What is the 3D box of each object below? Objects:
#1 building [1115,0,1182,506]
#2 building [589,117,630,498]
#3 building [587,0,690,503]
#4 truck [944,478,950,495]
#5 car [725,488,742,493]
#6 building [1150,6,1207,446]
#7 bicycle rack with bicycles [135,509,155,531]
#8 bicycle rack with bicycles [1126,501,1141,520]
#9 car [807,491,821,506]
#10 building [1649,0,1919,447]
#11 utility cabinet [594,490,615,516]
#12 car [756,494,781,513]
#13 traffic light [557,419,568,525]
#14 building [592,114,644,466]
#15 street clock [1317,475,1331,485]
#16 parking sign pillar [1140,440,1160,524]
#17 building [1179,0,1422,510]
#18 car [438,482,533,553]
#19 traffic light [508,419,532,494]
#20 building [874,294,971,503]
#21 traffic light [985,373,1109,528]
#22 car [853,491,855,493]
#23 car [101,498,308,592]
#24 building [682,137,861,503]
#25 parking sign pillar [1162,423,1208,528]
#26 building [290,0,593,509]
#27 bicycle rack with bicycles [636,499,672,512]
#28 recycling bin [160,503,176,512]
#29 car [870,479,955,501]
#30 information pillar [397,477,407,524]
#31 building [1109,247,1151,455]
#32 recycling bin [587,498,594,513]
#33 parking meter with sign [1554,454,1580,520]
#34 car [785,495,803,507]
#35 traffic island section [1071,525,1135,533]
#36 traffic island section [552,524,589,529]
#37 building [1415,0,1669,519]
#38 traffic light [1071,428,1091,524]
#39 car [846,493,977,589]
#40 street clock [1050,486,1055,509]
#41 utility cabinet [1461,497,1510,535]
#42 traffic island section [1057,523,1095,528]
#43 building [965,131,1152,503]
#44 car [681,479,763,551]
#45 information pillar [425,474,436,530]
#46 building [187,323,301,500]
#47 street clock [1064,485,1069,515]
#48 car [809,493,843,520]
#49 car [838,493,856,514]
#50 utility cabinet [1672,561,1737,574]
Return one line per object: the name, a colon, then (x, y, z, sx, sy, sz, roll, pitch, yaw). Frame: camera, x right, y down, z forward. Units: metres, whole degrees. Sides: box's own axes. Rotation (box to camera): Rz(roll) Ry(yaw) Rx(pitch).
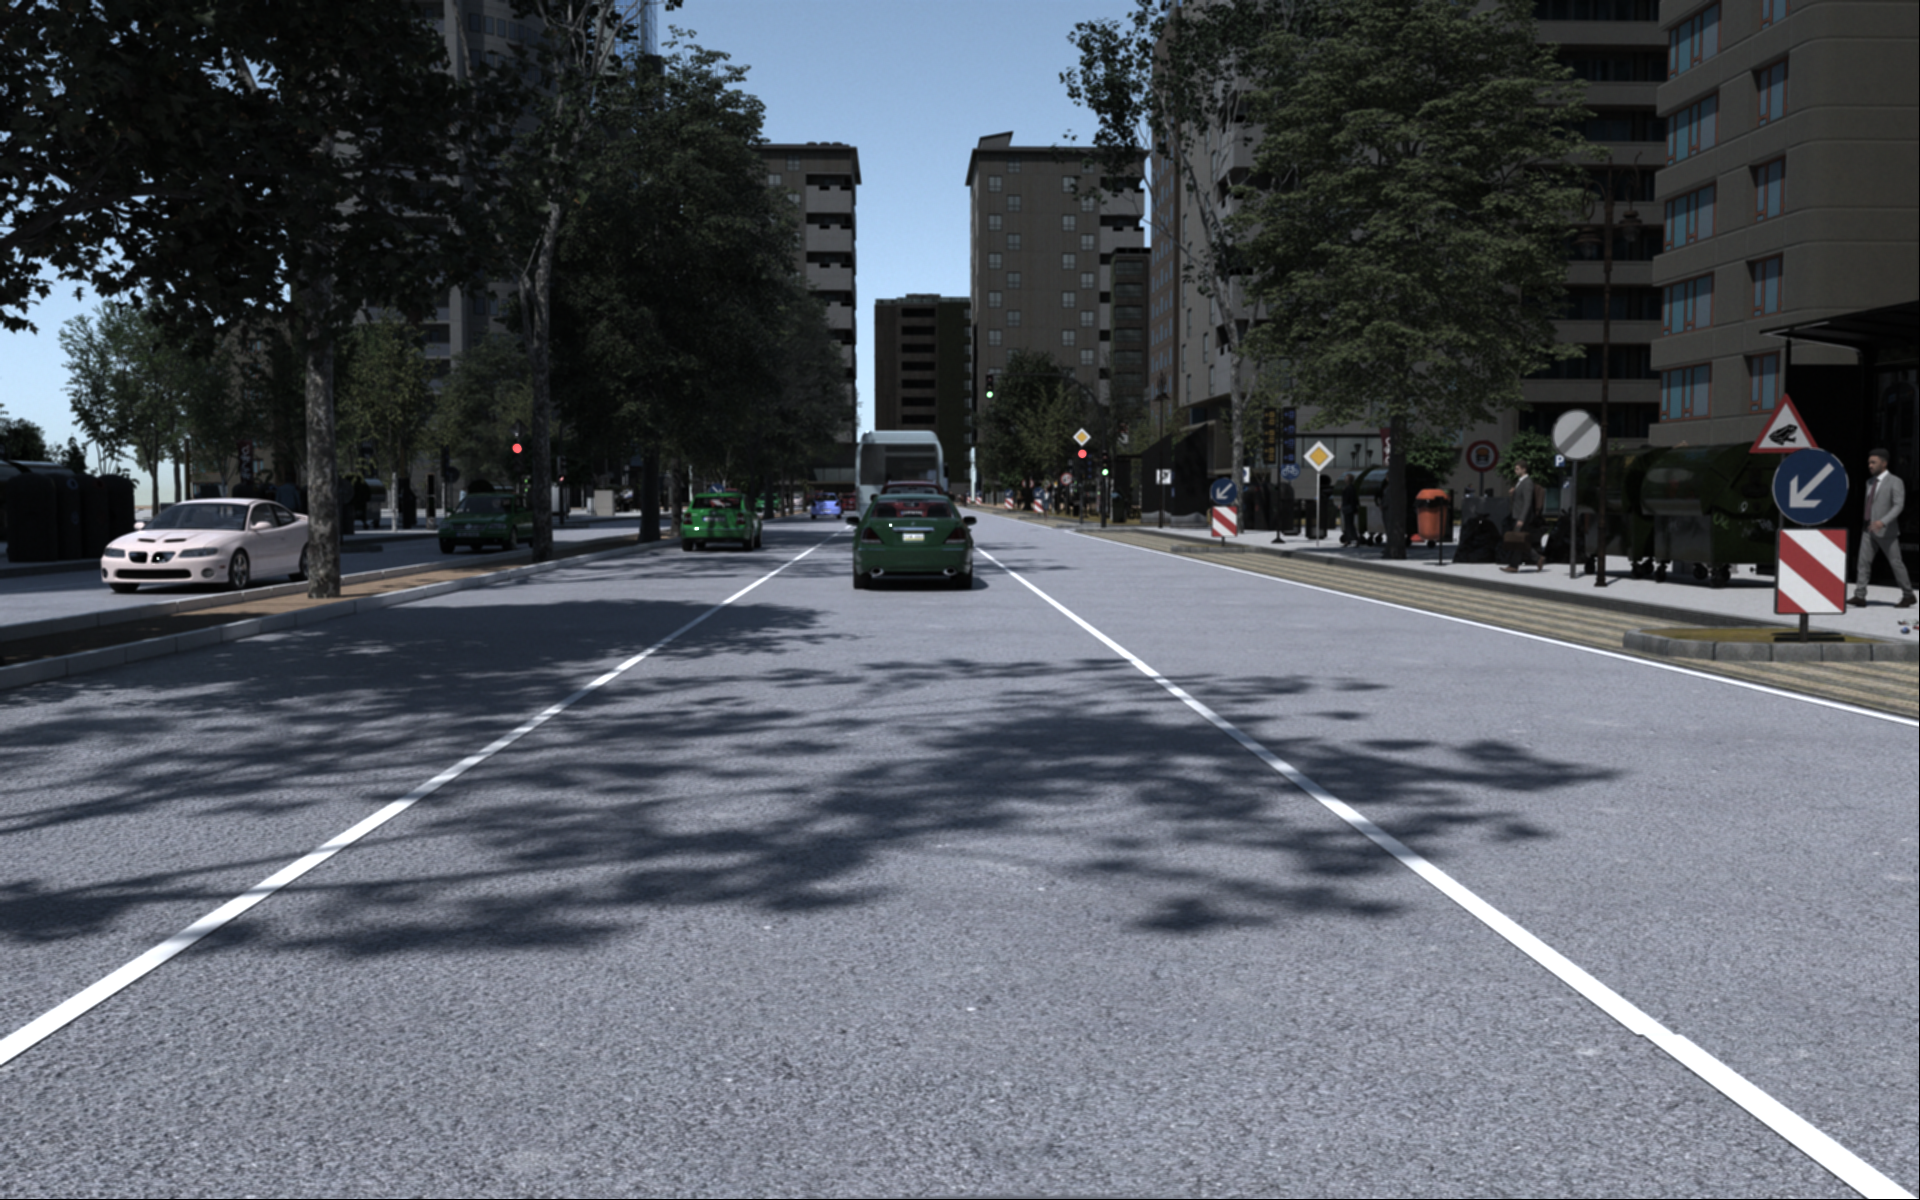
building: (29.073, -53.040, 179.880, 22.319, 86.520, 31.000, 0, 4, -2)
building: (-43.070, -30.514, 182.491, 14.154, 41.232, 14.086, 0, 4, -2)
building: (-55.899, -57.498, 252.770, 31.000, 86.520, 22.319, 0, 4, -2)
truck: (-2.395, -12.279, 190.526, 2.967, 4.110, 18.799, 0, 4, -1)
car: (-15.637, -6.642, 117.262, 2.281, 1.827, 5.304, 0, 4, -4)
building: (25.298, -31.066, 158.043, 14.600, 45.320, 14.200, 0, 4, -2)
bicycle rack with bicycles: (-19.223, -1.780, 42.481, 2.925, 0.926, 2.852, 1, 4, 22)
bicycle rack with bicycles: (9.135, -4.506, 87.063, 2.852, 0.926, 2.925, 0, 4, -3)
car: (-17.248, -11.975, 204.460, 2.281, 1.827, 5.304, 0, 4, -3)
building: (35.069, -11.789, 37.785, 27.650, 21.520, 28.899, 0, 4, -2)
utility cabinet: (-20.767, -5.660, 101.214, 1.173, 1.500, 0.318, 1, 4, 15)
car: (-14.756, -7.651, 133.898, 1.959, 1.807, 4.718, 0, 4, -1)
traffic light: (-14.625, -6.000, 72.768, 4.771, 5.953, 1.251, 0, 4, -2)
building: (-44.939, -33.702, 201.139, 14.200, 45.320, 14.600, 0, 4, -2)
street clock: (13.549, -3.665, 64.489, 0.471, 2.002, 0.358, 2, 4, 33)
parking sign pillar: (8.563, -5.310, 75.288, 1.447, 3.967, 1.447, 1, 4, 13)
building: (32.591, -33.381, 135.023, 28.713, 52.752, 27.495, 0, 4, -2)
car: (-11.716, -2.115, 43.381, 1.959, 1.807, 4.718, 0, 4, -1)
traffic light: (-16.441, -4.634, 64.682, 0.839, 4.253, 0.868, 0, 4, -2)
building: (-5.526, -29.459, 253.357, 14.107, 30.474, 14.160, 0, 4, -2)
traffic light: (3.320, -5.539, 65.225, 4.771, 5.953, 1.251, 0, 4, -2)
car: (-10.064, -10.201, 175.460, 2.281, 1.827, 5.304, 0, 4, -4)
car: (-11.534, -0.891, 26.932, 2.083, 1.381, 4.827, 0, 4, -1)
building: (-26.520, -40.904, 258.019, 27.495, 52.752, 28.713, 0, 4, -2)
parking sign pillar: (8.659, -4.706, 65.423, 1.447, 3.967, 1.447, -1, 4, -12)
building: (-47.281, -37.800, 160.036, 21.231, 58.520, 28.212, 0, 4, -2)
bicycle rack with bicycles: (-21.592, -6.683, 122.656, 2.852, 0.926, 2.925, -1, 4, -20)
recycling bin: (-22.047, -2.222, 48.882, 0.722, 1.027, 0.722, 1, 4, 11)
car: (-1.253, -2.271, 45.804, 2.281, 1.827, 5.304, 0, 4, -1)
information pillar: (-24.322, -4.346, 75.547, 0.304, 2.012, 0.304, 1, 4, 15)
building: (24.407, -26.441, 204.007, 14.160, 30.474, 14.107, 0, 4, -2)
recycling bin: (-24.847, -6.426, 117.622, 0.722, 1.027, 0.722, 3, 4, 39)
parking meter with sign: (27.054, -4.916, 76.632, 1.738, 3.016, 0.543, -2, 4, -35)
car: (-18.265, -10.862, 189.958, 2.083, 1.381, 4.827, 0, 4, -1)
traffic island section: (5.448, -2.647, 65.553, 2.009, 0.180, 2.903, 0, 4, -2)
traffic island section: (-16.753, -3.090, 72.795, 2.009, 0.180, 2.903, 0, 4, -2)
building: (37.869, -29.031, 98.363, 21.600, 48.544, 21.300, 0, 4, -2)
traffic light: (5.136, -5.168, 73.418, 0.839, 4.253, 0.868, 0, 4, -2)
car: (-0.768, -0.969, 27.634, 2.131, 1.459, 4.920, 0, 4, -2)
street clock: (7.935, -8.787, 148.231, 0.358, 2.002, 0.471, -3, 4, -38)
utility cabinet: (11.648, -1.665, 38.389, 1.020, 1.237, 0.306, 1, 4, 21)
traffic island section: (5.176, -3.135, 73.533, 2.009, 0.180, 2.903, 0, 4, -2)
building: (15.039, -41.024, 259.976, 27.495, 52.752, 28.713, 0, 4, -2)
car: (-6.132, -2.204, 44.839, 1.959, 1.807, 4.718, 0, 4, -2)
information pillar: (-18.967, -3.521, 62.066, 0.304, 2.012, 0.304, -2, 4, -25)
building: (-66.629, -21.392, 194.802, 28.899, 21.520, 27.650, 0, 4, -2)
street clock: (6.725, -6.337, 108.183, 0.471, 2.002, 0.358, 2, 4, 35)
car: (-7.608, -5.441, 98.554, 1.945, 1.707, 3.694, 0, 4, -3)
car: (-7.876, -7.128, 125.578, 2.155, 1.783, 4.494, 0, 3, 0)
utility cabinet: (12.000, -1.021, 27.862, 1.020, 1.237, 0.306, -1, 4, -14)
